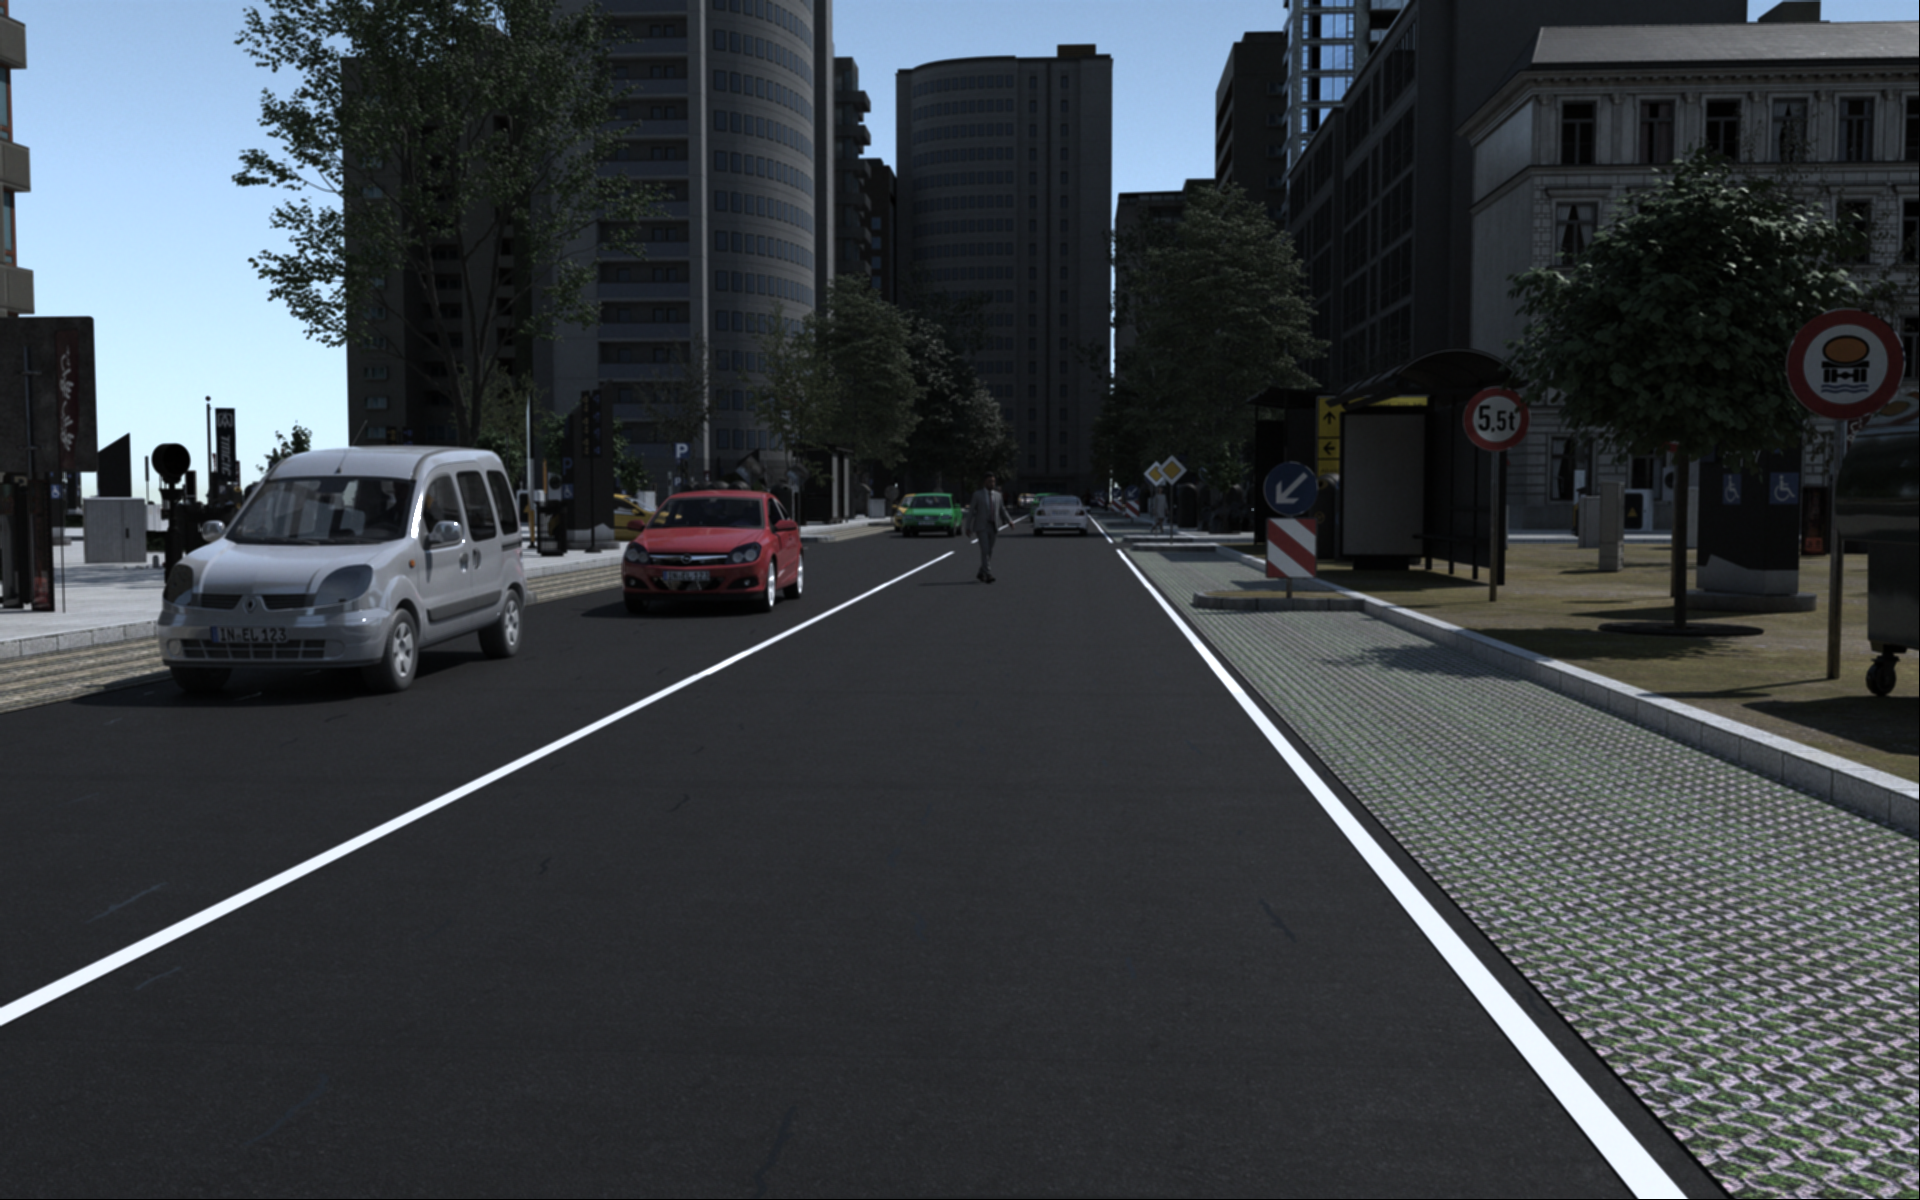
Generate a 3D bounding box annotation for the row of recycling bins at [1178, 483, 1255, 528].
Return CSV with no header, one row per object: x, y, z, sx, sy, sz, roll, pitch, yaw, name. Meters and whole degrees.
9.935,-3.577,65.602,3.534,1.692,1.069,2,4,25,row of recycling bins

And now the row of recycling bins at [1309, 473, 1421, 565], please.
7.680,-1.577,32.903,1.069,1.692,3.534,-1,4,-14,row of recycling bins

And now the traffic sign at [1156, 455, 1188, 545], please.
5.373,-2.467,43.983,0.795,2.450,0.064,0,4,4,traffic sign

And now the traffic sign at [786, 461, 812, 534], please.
-4.887,-2.998,52.661,0.795,2.450,0.064,0,4,4,traffic sign

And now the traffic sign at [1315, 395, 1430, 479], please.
8.483,-2.558,35.703,2.265,3.308,0.079,1,4,12,traffic sign

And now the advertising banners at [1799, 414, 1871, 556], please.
17.800,-2.442,36.110,2.074,3.025,0.090,2,4,30,advertising banners

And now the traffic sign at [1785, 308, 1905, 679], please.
6.070,-0.725,11.961,0.768,2.556,0.104,1,4,9,traffic sign

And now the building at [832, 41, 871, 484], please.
-25.014,-34.370,181.560,30.456,49.044,23.786,0,4,4,building

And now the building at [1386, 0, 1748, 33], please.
28.394,-18.075,89.028,14.314,27.812,24.014,0,4,4,building

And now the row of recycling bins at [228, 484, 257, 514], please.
-28.628,-3.930,71.376,3.534,1.692,1.069,-2,4,-35,row of recycling bins

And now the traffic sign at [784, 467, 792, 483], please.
-7.803,-4.922,80.588,0.768,2.556,0.104,0,4,4,traffic sign

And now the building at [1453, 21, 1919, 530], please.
29.730,-12.335,66.297,19.286,19.102,10.561,0,4,4,building

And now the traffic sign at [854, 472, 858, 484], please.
-6.170,-5.998,98.171,0.768,2.556,0.104,1,4,12,traffic sign

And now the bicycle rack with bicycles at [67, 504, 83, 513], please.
-53.748,-5.670,106.093,2.925,0.926,2.852,-1,4,-11,bicycle rack with bicycles

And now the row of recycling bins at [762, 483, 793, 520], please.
-7.747,-3.340,61.722,3.534,1.692,1.069,-1,4,-10,row of recycling bins

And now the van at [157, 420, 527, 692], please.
-4.790,-0.419,13.865,2.013,2.044,4.112,0,4,2,van

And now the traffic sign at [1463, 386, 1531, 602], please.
6.367,-1.254,20.614,0.768,2.556,0.104,1,4,13,traffic sign

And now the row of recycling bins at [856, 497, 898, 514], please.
-5.493,-6.302,110.157,3.534,1.692,1.069,2,4,27,row of recycling bins

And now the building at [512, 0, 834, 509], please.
-22.805,-36.752,142.896,21.231,58.520,28.212,0,4,4,building

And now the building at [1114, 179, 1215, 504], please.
27.382,-33.253,227.283,14.086,41.232,14.154,0,4,4,building

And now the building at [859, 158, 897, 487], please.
-15.703,-35.489,230.350,14.200,45.320,14.600,0,4,4,building

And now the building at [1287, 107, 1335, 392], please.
29.779,-19.538,112.959,14.314,27.812,24.014,0,4,4,building

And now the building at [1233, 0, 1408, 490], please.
36.937,-51.304,151.495,22.319,86.520,31.000,0,4,4,building

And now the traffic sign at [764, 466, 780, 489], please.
-8.688,-4.857,79.417,0.884,2.594,0.081,1,4,13,traffic sign

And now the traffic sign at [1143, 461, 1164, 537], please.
5.884,-2.955,51.952,0.795,2.450,0.064,0,4,4,traffic sign

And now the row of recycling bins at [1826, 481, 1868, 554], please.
20.664,-1.890,38.011,3.534,1.692,1.069,-1,4,-16,row of recycling bins

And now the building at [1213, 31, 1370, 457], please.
37.850,-33.957,178.900,21.300,48.544,21.600,0,4,4,building

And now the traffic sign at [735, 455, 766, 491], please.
-5.398,-2.511,44.692,0.795,2.450,0.064,0,4,4,traffic sign

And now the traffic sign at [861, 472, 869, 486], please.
-5.396,-6.166,100.927,0.768,2.556,0.104,0,4,8,traffic sign

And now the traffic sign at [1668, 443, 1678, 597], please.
8.880,-1.306,21.466,0.768,2.556,0.104,1,4,12,traffic sign

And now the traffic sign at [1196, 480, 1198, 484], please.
12.715,-5.843,95.540,0.884,2.594,0.081,1,4,9,traffic sign

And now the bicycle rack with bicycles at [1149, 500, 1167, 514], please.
12.857,-5.586,104.715,2.925,0.926,2.852,0,4,-6,bicycle rack with bicycles

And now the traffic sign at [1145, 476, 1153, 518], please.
10.265,-5.664,92.708,0.768,2.556,0.104,1,4,13,traffic sign

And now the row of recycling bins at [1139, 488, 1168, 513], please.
13.769,-6.691,116.508,3.534,1.692,1.069,1,4,15,row of recycling bins

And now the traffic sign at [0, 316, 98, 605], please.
-11.035,-1.596,19.967,2.265,3.308,0.079,0,4,5,traffic sign

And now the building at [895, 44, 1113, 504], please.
5.905,-42.165,231.392,28.212,58.520,21.231,0,4,4,building

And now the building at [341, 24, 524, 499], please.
-50.916,-34.291,184.363,21.600,48.544,21.300,0,4,4,building

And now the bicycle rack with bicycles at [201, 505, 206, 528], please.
-24.704,-2.702,57.553,2.925,0.926,2.852,-1,4,-20,bicycle rack with bicycles

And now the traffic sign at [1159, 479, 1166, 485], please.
9.998,-5.166,86.598,0.606,2.300,0.079,1,4,13,traffic sign

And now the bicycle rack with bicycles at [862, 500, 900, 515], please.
-4.424,-5.582,104.644,2.852,0.926,2.925,3,5,42,bicycle rack with bicycles

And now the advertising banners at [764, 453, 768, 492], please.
-8.085,-4.659,72.361,0.090,3.025,2.074,-1,4,-8,advertising banners

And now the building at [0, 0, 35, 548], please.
-34.481,-10.866,22.694,28.899,21.520,27.650,0,4,4,building

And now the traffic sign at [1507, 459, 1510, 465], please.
9.696,-1.957,32.006,0.884,2.594,0.081,0,4,7,traffic sign

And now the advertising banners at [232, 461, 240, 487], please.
-37.220,-5.792,90.892,2.074,3.025,0.090,-1,4,-11,advertising banners

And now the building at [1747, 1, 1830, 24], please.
77.320,-33.802,176.362,21.600,48.544,21.300,0,4,4,building

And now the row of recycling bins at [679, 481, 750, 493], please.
-7.808,-2.936,55.112,1.069,1.692,3.534,-3,5,-40,row of recycling bins

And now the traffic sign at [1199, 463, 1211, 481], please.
10.330,-4.406,72.146,0.768,2.556,0.104,0,4,7,traffic sign
